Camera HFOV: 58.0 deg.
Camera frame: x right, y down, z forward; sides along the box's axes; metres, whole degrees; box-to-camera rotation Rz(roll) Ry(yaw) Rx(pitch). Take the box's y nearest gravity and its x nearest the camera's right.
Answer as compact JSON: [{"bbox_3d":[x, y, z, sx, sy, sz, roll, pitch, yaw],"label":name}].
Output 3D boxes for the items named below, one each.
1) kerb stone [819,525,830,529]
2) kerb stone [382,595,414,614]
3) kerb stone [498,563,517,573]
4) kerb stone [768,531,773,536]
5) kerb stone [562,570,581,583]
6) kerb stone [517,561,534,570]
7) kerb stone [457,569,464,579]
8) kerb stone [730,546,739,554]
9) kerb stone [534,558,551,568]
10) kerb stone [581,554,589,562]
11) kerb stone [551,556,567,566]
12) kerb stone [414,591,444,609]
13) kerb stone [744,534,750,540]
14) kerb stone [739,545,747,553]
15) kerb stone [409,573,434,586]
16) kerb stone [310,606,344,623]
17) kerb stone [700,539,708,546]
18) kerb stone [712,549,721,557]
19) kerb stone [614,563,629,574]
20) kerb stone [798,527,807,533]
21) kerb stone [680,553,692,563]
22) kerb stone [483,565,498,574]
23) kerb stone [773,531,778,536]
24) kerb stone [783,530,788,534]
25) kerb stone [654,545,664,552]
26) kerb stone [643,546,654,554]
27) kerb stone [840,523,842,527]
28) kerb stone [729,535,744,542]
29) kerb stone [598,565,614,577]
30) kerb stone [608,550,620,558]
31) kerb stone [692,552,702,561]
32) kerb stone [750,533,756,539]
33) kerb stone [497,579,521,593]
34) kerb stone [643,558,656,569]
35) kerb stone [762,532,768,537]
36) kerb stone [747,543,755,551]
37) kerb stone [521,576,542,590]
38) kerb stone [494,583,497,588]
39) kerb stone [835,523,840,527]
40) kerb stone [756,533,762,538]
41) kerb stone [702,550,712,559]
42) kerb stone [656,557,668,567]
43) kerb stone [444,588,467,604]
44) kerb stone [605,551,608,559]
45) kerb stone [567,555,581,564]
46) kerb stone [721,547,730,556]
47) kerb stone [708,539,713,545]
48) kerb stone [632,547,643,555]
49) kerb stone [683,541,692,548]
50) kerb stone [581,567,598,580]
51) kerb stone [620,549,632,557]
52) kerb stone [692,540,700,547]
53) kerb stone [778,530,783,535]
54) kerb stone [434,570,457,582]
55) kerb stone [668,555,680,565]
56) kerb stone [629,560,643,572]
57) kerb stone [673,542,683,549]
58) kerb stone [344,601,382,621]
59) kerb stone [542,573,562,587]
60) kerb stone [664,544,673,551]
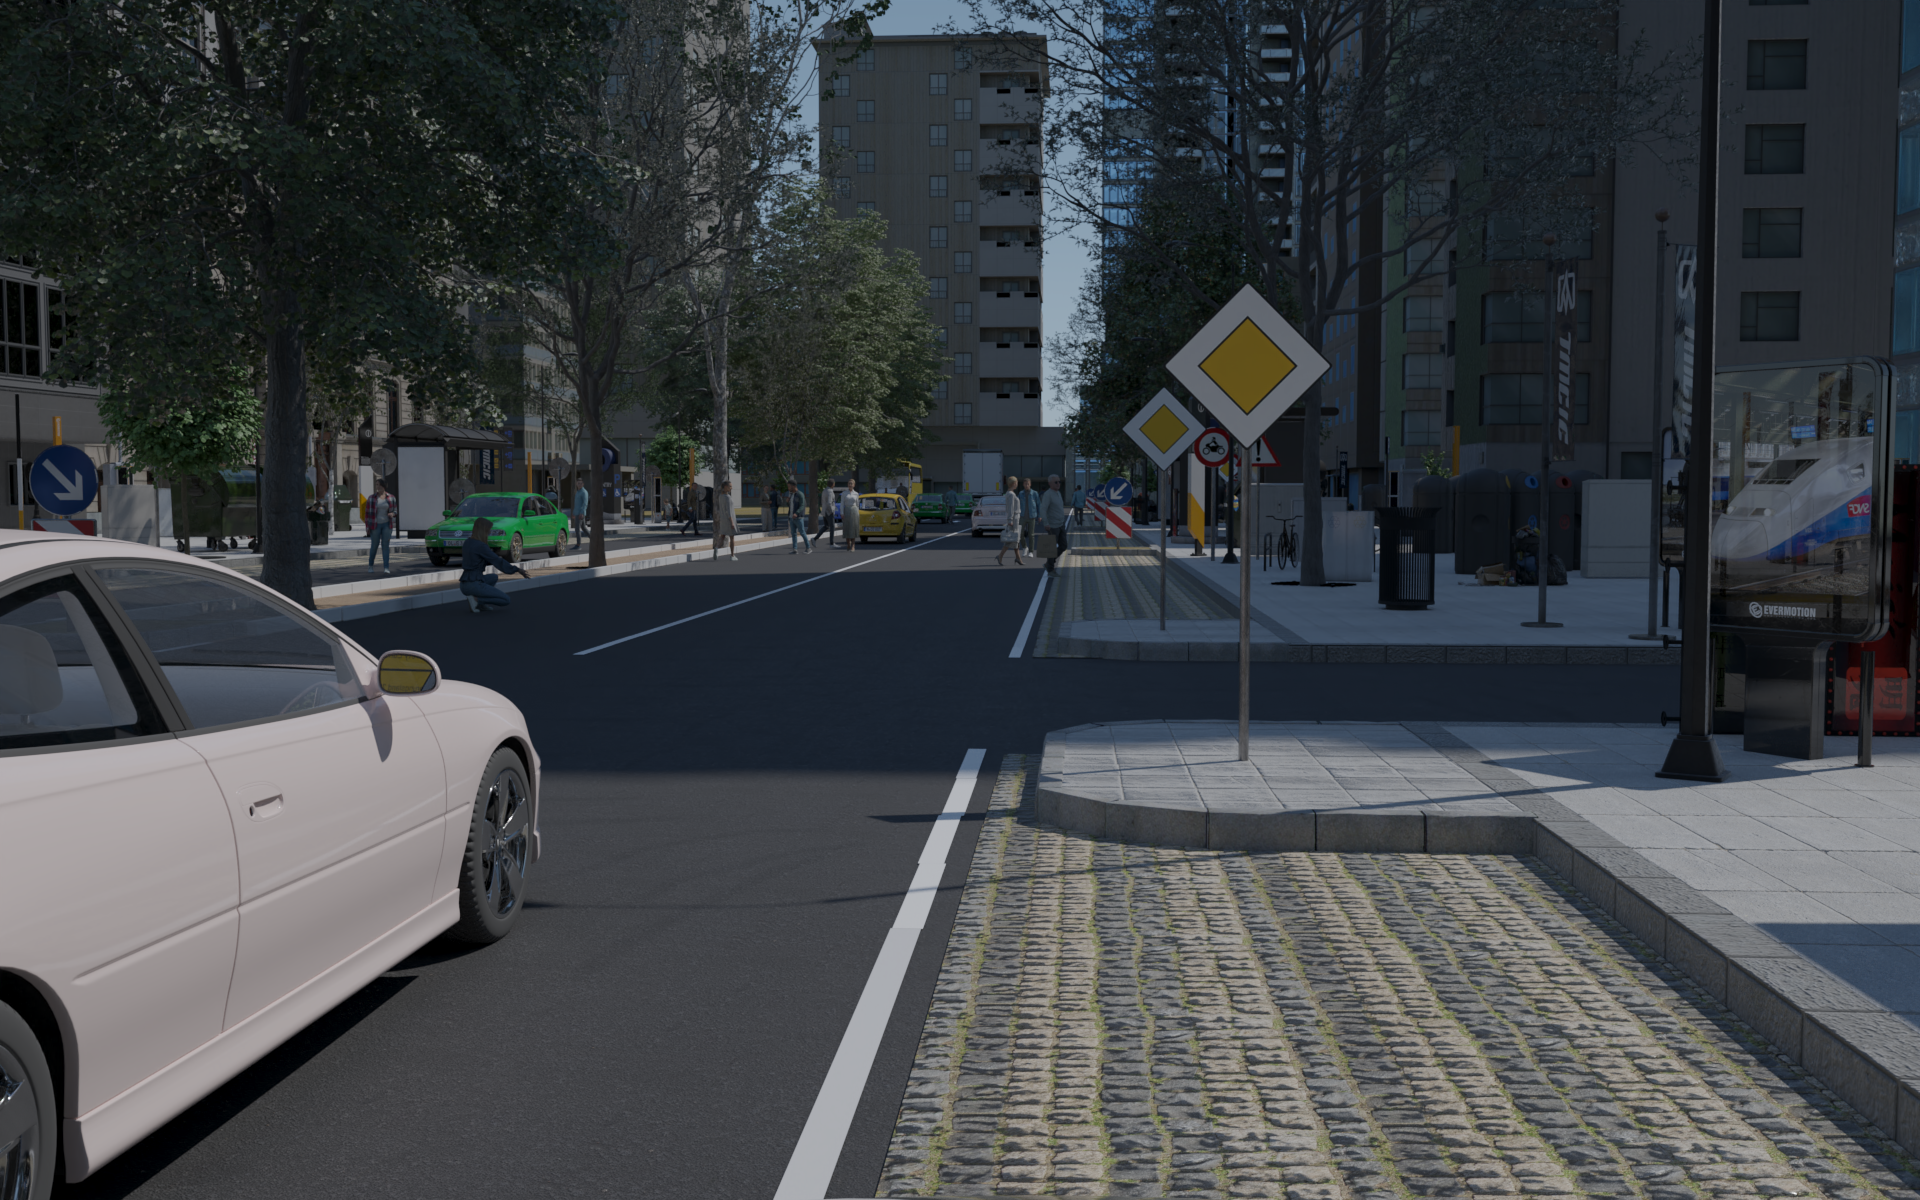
[{"bbox_3d":[-5.590,-3.003,71.316,0.120,0.150,1.000,0,4,4],"label":"kerb stone"},{"bbox_3d":[-6.918,0.074,21.051,0.120,0.150,1.000,0,4,4],"label":"kerb stone"},{"bbox_3d":[-8.311,-0.566,31.455,0.120,0.150,1.000,0,4,4],"label":"kerb stone"},{"bbox_3d":[-6.496,-2.192,58.034,0.120,0.150,1.000,0,4,4],"label":"kerb stone"},{"bbox_3d":[-6.424,-0.368,28.204,0.120,0.150,1.000,0,4,4],"label":"kerb stone"},{"bbox_3d":[-8.248,-0.620,32.476,0.120,0.150,1.000,0,4,4],"label":"kerb stone"},{"bbox_3d":[-8.447,-0.441,29.405,0.120,0.150,1.000,0,4,4],"label":"kerb stone"},{"bbox_3d":[-5.519,-1.181,41.500,0.120,0.150,1.000,0,4,4],"label":"kerb stone"},{"bbox_3d":[-8.172,-0.691,33.500,0.120,0.150,1.000,0,4,4],"label":"kerb stone"},{"bbox_3d":[-7.964,-0.879,36.571,0.120,0.150,1.000,0,4,4],"label":"kerb stone"},{"bbox_3d":[-8.096,-0.754,34.528,0.120,0.150,1.000,0,4,4],"label":"kerb stone"},{"bbox_3d":[-6.846,0.008,22.071,0.120,0.150,1.000,0,4,4],"label":"kerb stone"},{"bbox_3d":[-6.780,-1.942,53.949,0.120,0.150,1.000,0,4,4],"label":"kerb stone"},{"bbox_3d":[-5.443,-1.244,42.527,0.120,0.150,1.000,0,4,4],"label":"kerb stone"},{"bbox_3d":[-8.589,-0.316,27.354,0.120,0.150,1.000,0,4,4],"label":"kerb stone"},{"bbox_3d":[-7.059,0.195,19.004,0.120,0.150,1.000,0,4,4],"label":"kerb stone"},{"bbox_3d":[-7.195,-1.567,47.825,0.120,0.150,1.000,0,4,4],"label":"kerb stone"},{"bbox_3d":[-5.658,-1.056,39.459,0.120,0.150,1.000,0,4,4],"label":"kerb stone"},{"bbox_3d":[-6.217,-0.555,31.277,0.120,0.150,1.000,0,4,4],"label":"kerb stone"},{"bbox_3d":[-6.010,-2.629,65.187,0.120,0.150,1.000,0,4,4],"label":"kerb stone"},{"bbox_3d":[-5.864,-0.868,36.391,0.120,0.150,1.000,0,4,4],"label":"kerb stone"},{"bbox_3d":[-8.381,-0.504,30.429,0.120,0.150,1.000,0,4,4],"label":"kerb stone"},{"bbox_3d":[-6.422,-2.255,59.062,0.120,0.150,1.000,0,4,4],"label":"kerb stone"},{"bbox_3d":[-6.290,-2.378,61.103,0.120,0.150,1.000,0,4,4],"label":"kerb stone"},{"bbox_3d":[-7.547,-1.255,42.707,0.120,0.150,1.000,0,4,4],"label":"kerb stone"},{"bbox_3d":[-7.608,-1.191,41.686,0.120,0.150,1.000,0,4,4],"label":"kerb stone"},{"bbox_3d":[-5.310,-3.253,75.414,0.120,0.150,1.000,0,4,4],"label":"kerb stone"},{"bbox_3d":[-6.847,-1.880,52.929,0.120,0.150,1.000,0,4,4],"label":"kerb stone"},{"bbox_3d":[-6.289,-0.493,30.257,0.120,0.150,1.000,0,4,4],"label":"kerb stone"},{"bbox_3d":[-7.820,-1.004,38.617,0.120,0.150,1.000,0,4,4],"label":"kerb stone"},{"bbox_3d":[-5.801,-0.931,37.412,0.120,0.150,1.000,0,4,4],"label":"kerb stone"},{"bbox_3d":[-6.705,-2.004,54.968,0.120,0.150,1.000,0,4,4],"label":"kerb stone"},{"bbox_3d":[-6.633,-0.179,25.140,0.120,0.150,1.000,0,4,4],"label":"kerb stone"},{"bbox_3d":[-6.080,-0.680,33.320,0.120,0.150,1.000,0,4,4],"label":"kerb stone"},{"bbox_3d":[-6.564,-2.130,57.013,0.120,0.150,1.000,0,4,4],"label":"kerb stone"},{"bbox_3d":[-5.384,-1.304,43.551,0.120,0.150,1.000,0,4,4],"label":"kerb stone"},{"bbox_3d":[-6.568,-0.240,26.162,0.120,0.150,1.000,0,4,4],"label":"kerb stone"},{"bbox_3d":[-6.712,-0.116,24.116,0.120,0.150,1.000,0,4,4],"label":"kerb stone"},{"bbox_3d":[-5.377,-3.193,74.394,0.120,0.150,1.000,0,4,4],"label":"kerb stone"},{"bbox_3d":[-6.636,-2.067,55.988,0.120,0.150,1.000,0,4,4],"label":"kerb stone"},{"bbox_3d":[-5.726,-0.993,38.437,0.120,0.150,1.000,0,4,4],"label":"kerb stone"},{"bbox_3d":[-6.013,-0.743,34.340,0.120,0.150,1.000,0,4,4],"label":"kerb stone"},{"bbox_3d":[-6.774,-0.055,23.096,0.120,0.150,1.000,0,4,4],"label":"kerb stone"},{"bbox_3d":[-7.900,-0.942,37.598,0.120,0.150,1.000,0,4,4],"label":"kerb stone"},{"bbox_3d":[-8.036,-0.816,35.548,0.120,0.150,1.000,0,4,4],"label":"kerb stone"},{"bbox_3d":[-5.594,-1.114,40.479,0.120,0.150,1.000,0,4,4],"label":"kerb stone"},{"bbox_3d":[-7.128,-1.626,48.846,0.120,0.150,1.000,0,4,4],"label":"kerb stone"},{"bbox_3d":[-7.679,-1.129,40.657,0.120,0.150,1.000,0,4,4],"label":"kerb stone"},{"bbox_3d":[-7.332,-1.438,45.775,0.120,0.150,1.000,0,4,4],"label":"kerb stone"},{"bbox_3d":[-6.354,-0.430,29.232,0.120,0.150,1.000,0,4,4],"label":"kerb stone"},{"bbox_3d":[-7.756,-1.067,39.637,0.120,0.150,1.000,0,4,4],"label":"kerb stone"},{"bbox_3d":[-7.271,-1.499,46.806,0.120,0.150,1.000,0,4,4],"label":"kerb stone"},{"bbox_3d":[-6.360,-2.315,60.083,0.120,0.150,1.000,0,4,4],"label":"kerb stone"},{"bbox_3d":[-8.523,-0.378,28.381,0.120,0.150,1.000,0,4,4],"label":"kerb stone"},{"bbox_3d":[-5.938,-0.806,35.368,0.120,0.150,1.000,0,4,4],"label":"kerb stone"},{"bbox_3d":[-6.149,-0.618,32.300,0.120,0.150,1.000,0,4,4],"label":"kerb stone"},{"bbox_3d":[-7.405,-1.380,44.750,0.120,0.150,1.000,0,4,4],"label":"kerb stone"},{"bbox_3d":[-6.977,0.133,20.024,0.120,0.150,1.000,0,4,4],"label":"kerb stone"},{"bbox_3d":[-6.495,-0.305,27.181,0.120,0.150,1.000,0,4,4],"label":"kerb stone"},{"bbox_3d":[-7.475,-1.315,43.728,0.120,0.150,1.000,0,4,4],"label":"kerb stone"}]
